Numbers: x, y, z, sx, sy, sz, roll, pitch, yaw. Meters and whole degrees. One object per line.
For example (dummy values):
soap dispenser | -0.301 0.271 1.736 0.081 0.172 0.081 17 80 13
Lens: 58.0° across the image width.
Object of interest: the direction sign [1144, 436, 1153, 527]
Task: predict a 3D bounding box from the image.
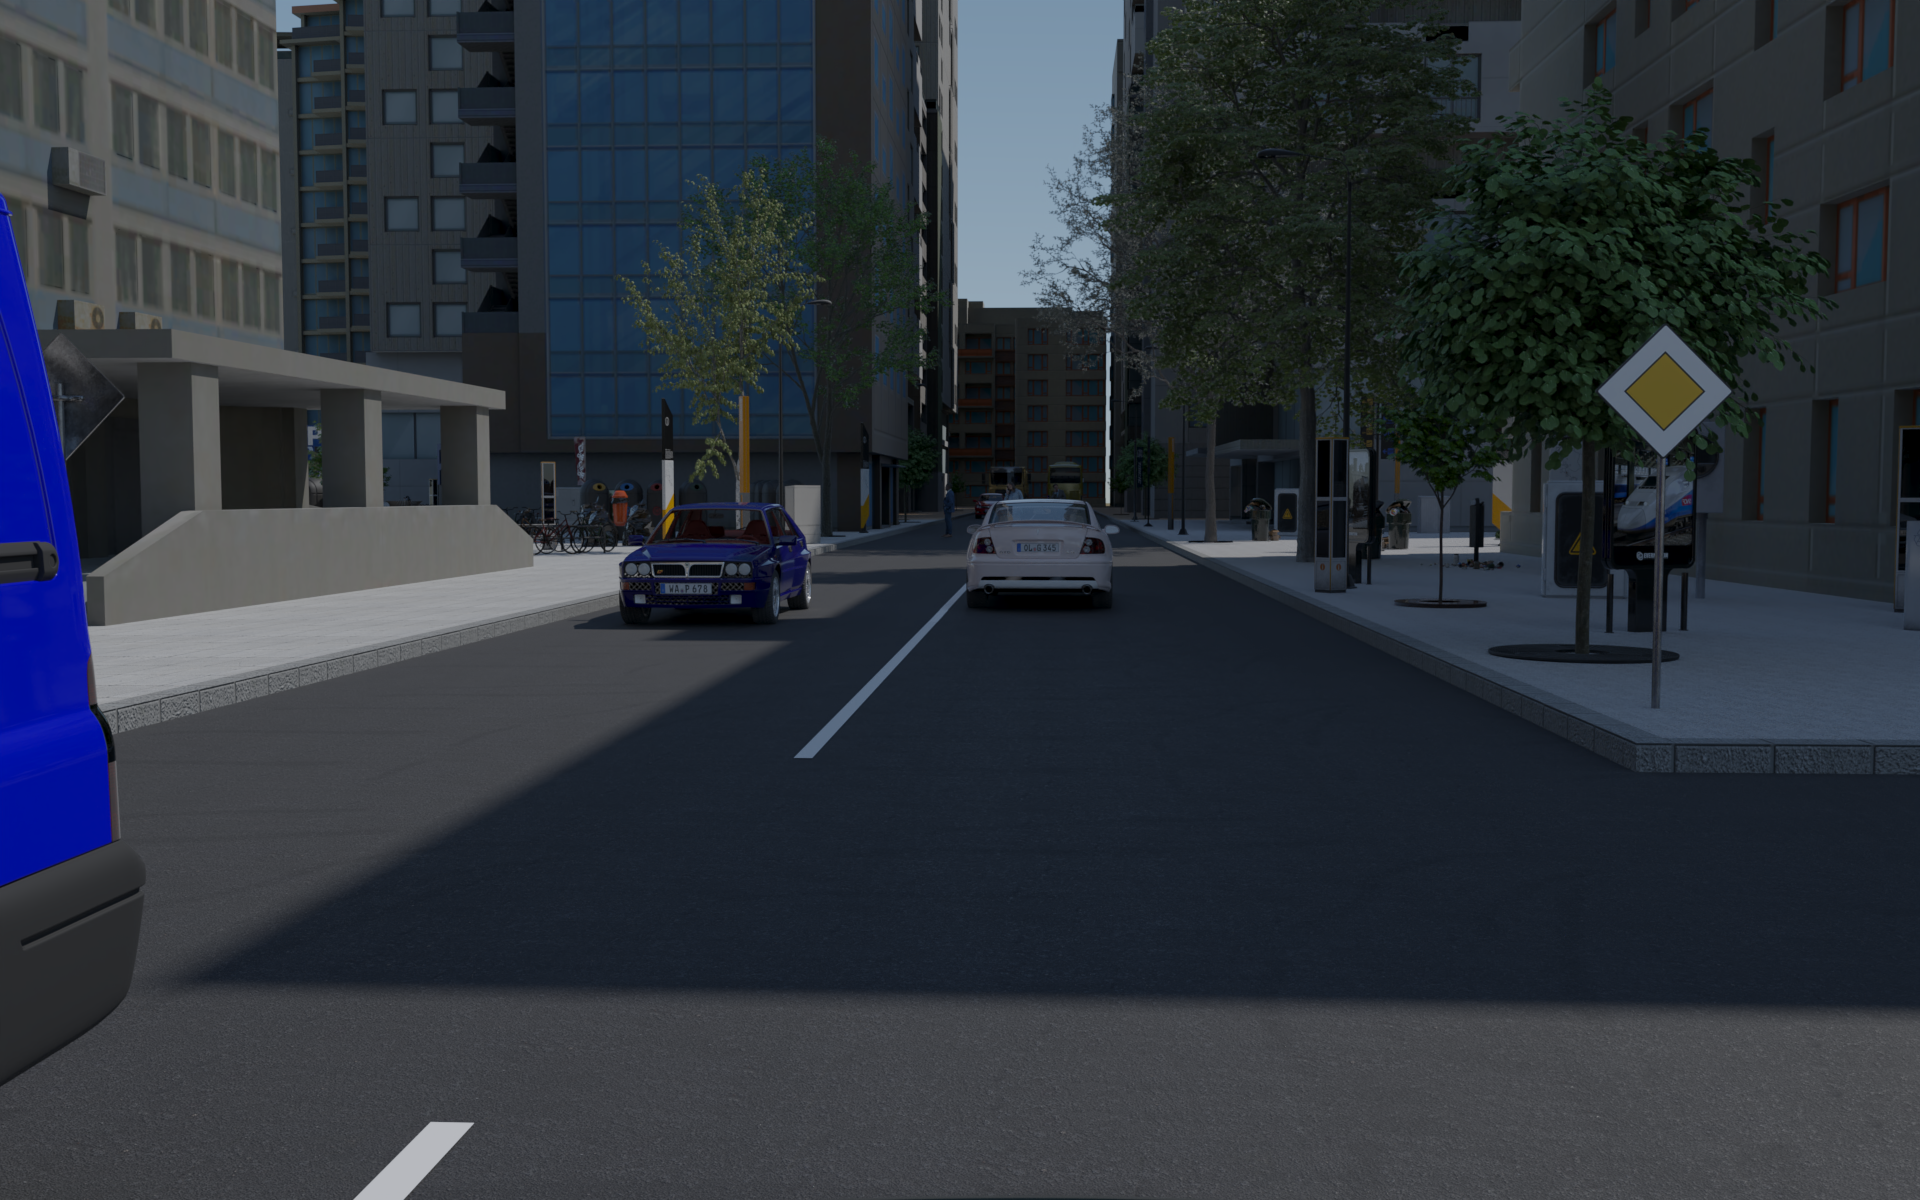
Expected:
direction sign | 7.447 -4.673 68.401 0.379 3.537 0.876 0 4 1

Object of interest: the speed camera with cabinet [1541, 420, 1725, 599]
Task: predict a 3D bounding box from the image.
speed camera with cabinet | 8.248 -1.647 21.266 2.038 3.252 0.660 1 4 17

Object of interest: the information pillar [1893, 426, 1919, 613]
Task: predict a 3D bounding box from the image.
information pillar | 10.320 -0.870 18.722 0.304 2.012 0.304 3 5 39

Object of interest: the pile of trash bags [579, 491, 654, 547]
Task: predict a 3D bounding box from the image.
pile of trash bags | -8.643 -2.082 43.785 1.912 1.369 3.447 -1 4 -10

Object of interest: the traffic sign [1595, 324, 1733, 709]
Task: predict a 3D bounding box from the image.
traffic sign | 4.161 -0.408 10.307 0.795 2.450 0.064 0 4 3

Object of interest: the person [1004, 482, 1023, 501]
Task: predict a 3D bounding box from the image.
person | 1.633 -2.571 50.803 0.793 1.790 0.793 0 4 -5

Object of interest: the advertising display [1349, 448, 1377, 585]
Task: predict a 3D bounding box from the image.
advertising display | 5.635 -1.204 24.892 0.123 1.923 0.974 -1 4 -22

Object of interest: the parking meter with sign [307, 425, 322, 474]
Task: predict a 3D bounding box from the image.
parking meter with sign | -16.259 -2.959 44.647 0.543 3.016 1.738 0 4 1

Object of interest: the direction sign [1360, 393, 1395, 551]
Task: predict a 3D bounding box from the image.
direction sign | 9.363 -2.867 38.865 0.876 3.537 0.379 3 5 44

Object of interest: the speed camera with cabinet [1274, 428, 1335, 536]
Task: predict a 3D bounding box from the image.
speed camera with cabinet | 10.531 -3.544 52.284 2.038 3.252 0.660 3 4 37

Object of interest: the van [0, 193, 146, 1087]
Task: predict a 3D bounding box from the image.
van | -2.683 0.209 0.973 2.240 2.365 5.245 0 4 1

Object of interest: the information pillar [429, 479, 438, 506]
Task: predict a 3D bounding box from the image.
information pillar | -25.782 -4.914 84.844 0.304 2.012 0.304 3 5 40

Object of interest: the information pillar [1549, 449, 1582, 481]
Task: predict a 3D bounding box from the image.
information pillar | 9.302 -2.158 26.642 0.504 3.616 0.183 0 4 7

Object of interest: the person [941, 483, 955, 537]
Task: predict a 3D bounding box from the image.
person | -0.378 -2.997 57.683 0.419 1.800 0.721 -1 4 -9

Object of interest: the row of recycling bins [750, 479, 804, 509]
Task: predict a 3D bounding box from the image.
row of recycling bins | -5.261 -2.583 49.342 1.069 1.692 3.534 -2 4 -24

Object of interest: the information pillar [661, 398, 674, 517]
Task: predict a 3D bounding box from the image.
information pillar | -7.184 -3.131 42.546 0.183 3.616 0.504 1 4 16

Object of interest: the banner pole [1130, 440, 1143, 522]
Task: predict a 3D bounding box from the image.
banner pole | 8.271 -5.542 80.627 0.401 3.779 0.863 3 5 42

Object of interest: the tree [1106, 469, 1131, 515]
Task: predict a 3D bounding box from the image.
tree | 9.824 -6.869 106.907 1.663 3.219 1.824 0 3 0

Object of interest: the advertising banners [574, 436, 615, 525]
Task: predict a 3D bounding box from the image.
advertising banners | -10.898 -3.419 52.082 2.074 3.025 0.090 3 4 37

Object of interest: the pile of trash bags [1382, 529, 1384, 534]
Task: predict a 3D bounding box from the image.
pile of trash bags | 11.956 -2.839 56.176 3.447 1.369 1.912 0 4 5

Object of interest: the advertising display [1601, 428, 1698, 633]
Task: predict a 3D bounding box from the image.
advertising display | 6.407 -0.666 16.095 0.974 1.923 0.123 -1 4 -19

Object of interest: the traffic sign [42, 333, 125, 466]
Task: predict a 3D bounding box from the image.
traffic sign | -5.617 -0.441 10.860 0.795 2.450 0.064 0 4 3

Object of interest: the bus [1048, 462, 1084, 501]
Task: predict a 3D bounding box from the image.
bus | 8.028 -8.574 131.732 2.896 3.916 12.252 0 4 4

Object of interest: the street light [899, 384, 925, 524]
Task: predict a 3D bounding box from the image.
street light | -2.151 -6.142 72.955 1.470 5.913 1.316 0 4 3

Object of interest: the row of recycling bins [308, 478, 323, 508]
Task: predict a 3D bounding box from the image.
row of recycling bins | -16.349 -2.173 42.643 3.534 1.692 1.069 1 4 14

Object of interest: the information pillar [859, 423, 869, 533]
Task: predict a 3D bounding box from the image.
information pillar | -3.133 -4.013 56.969 0.183 3.616 0.504 1 4 22

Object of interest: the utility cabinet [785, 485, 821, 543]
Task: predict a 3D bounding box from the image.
utility cabinet | -4.033 -2.182 44.357 0.318 1.500 1.173 2 4 29

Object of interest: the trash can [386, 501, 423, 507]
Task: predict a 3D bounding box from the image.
trash can | -11.718 -1.523 36.554 0.748 1.137 0.748 0 3 0

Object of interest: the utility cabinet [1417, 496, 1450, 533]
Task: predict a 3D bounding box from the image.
utility cabinet | 15.459 -2.773 56.507 1.020 1.237 0.306 0 4 -8

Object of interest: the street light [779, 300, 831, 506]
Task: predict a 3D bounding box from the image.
street light | -3.773 -4.224 41.606 1.470 5.913 1.316 0 4 3

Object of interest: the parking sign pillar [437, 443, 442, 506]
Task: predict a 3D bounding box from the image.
parking sign pillar | -19.587 -4.757 66.249 1.447 3.967 1.447 -2 4 -31

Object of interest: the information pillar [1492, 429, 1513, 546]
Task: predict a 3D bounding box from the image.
information pillar | 13.412 -3.142 42.719 0.504 3.616 0.183 2 4 31

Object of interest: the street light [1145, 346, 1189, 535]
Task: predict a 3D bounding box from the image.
street light | 6.485 -5.005 54.373 1.470 5.913 1.316 0 4 3

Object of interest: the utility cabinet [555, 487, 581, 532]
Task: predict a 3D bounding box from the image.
utility cabinet | -12.859 -2.983 57.452 1.173 1.500 0.318 0 4 8

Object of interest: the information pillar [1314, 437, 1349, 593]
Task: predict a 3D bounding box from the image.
information pillar | 4.828 -1.102 22.512 0.304 2.012 0.304 -2 4 -32

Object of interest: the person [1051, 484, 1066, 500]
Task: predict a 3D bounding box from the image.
person | 3.999 -3.777 70.067 0.655 1.846 0.447 1 4 16

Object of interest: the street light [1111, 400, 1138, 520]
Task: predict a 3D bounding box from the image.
street light | 8.108 -6.897 85.314 1.470 5.913 1.316 0 4 3

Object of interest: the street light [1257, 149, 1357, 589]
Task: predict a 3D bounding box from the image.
street light | 4.692 -3.113 23.441 1.470 5.913 1.316 0 4 3

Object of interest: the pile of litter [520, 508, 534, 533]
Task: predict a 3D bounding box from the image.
pile of litter | -13.834 -2.473 54.407 1.176 0.858 1.719 -1 4 -19

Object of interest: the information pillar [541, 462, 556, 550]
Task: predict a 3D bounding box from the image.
information pillar | -9.441 -2.156 39.738 0.304 2.012 0.304 -1 4 -17

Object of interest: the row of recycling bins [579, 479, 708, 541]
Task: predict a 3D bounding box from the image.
row of recycling bins | -8.729 -2.488 47.784 3.534 1.692 1.069 0 4 -3
